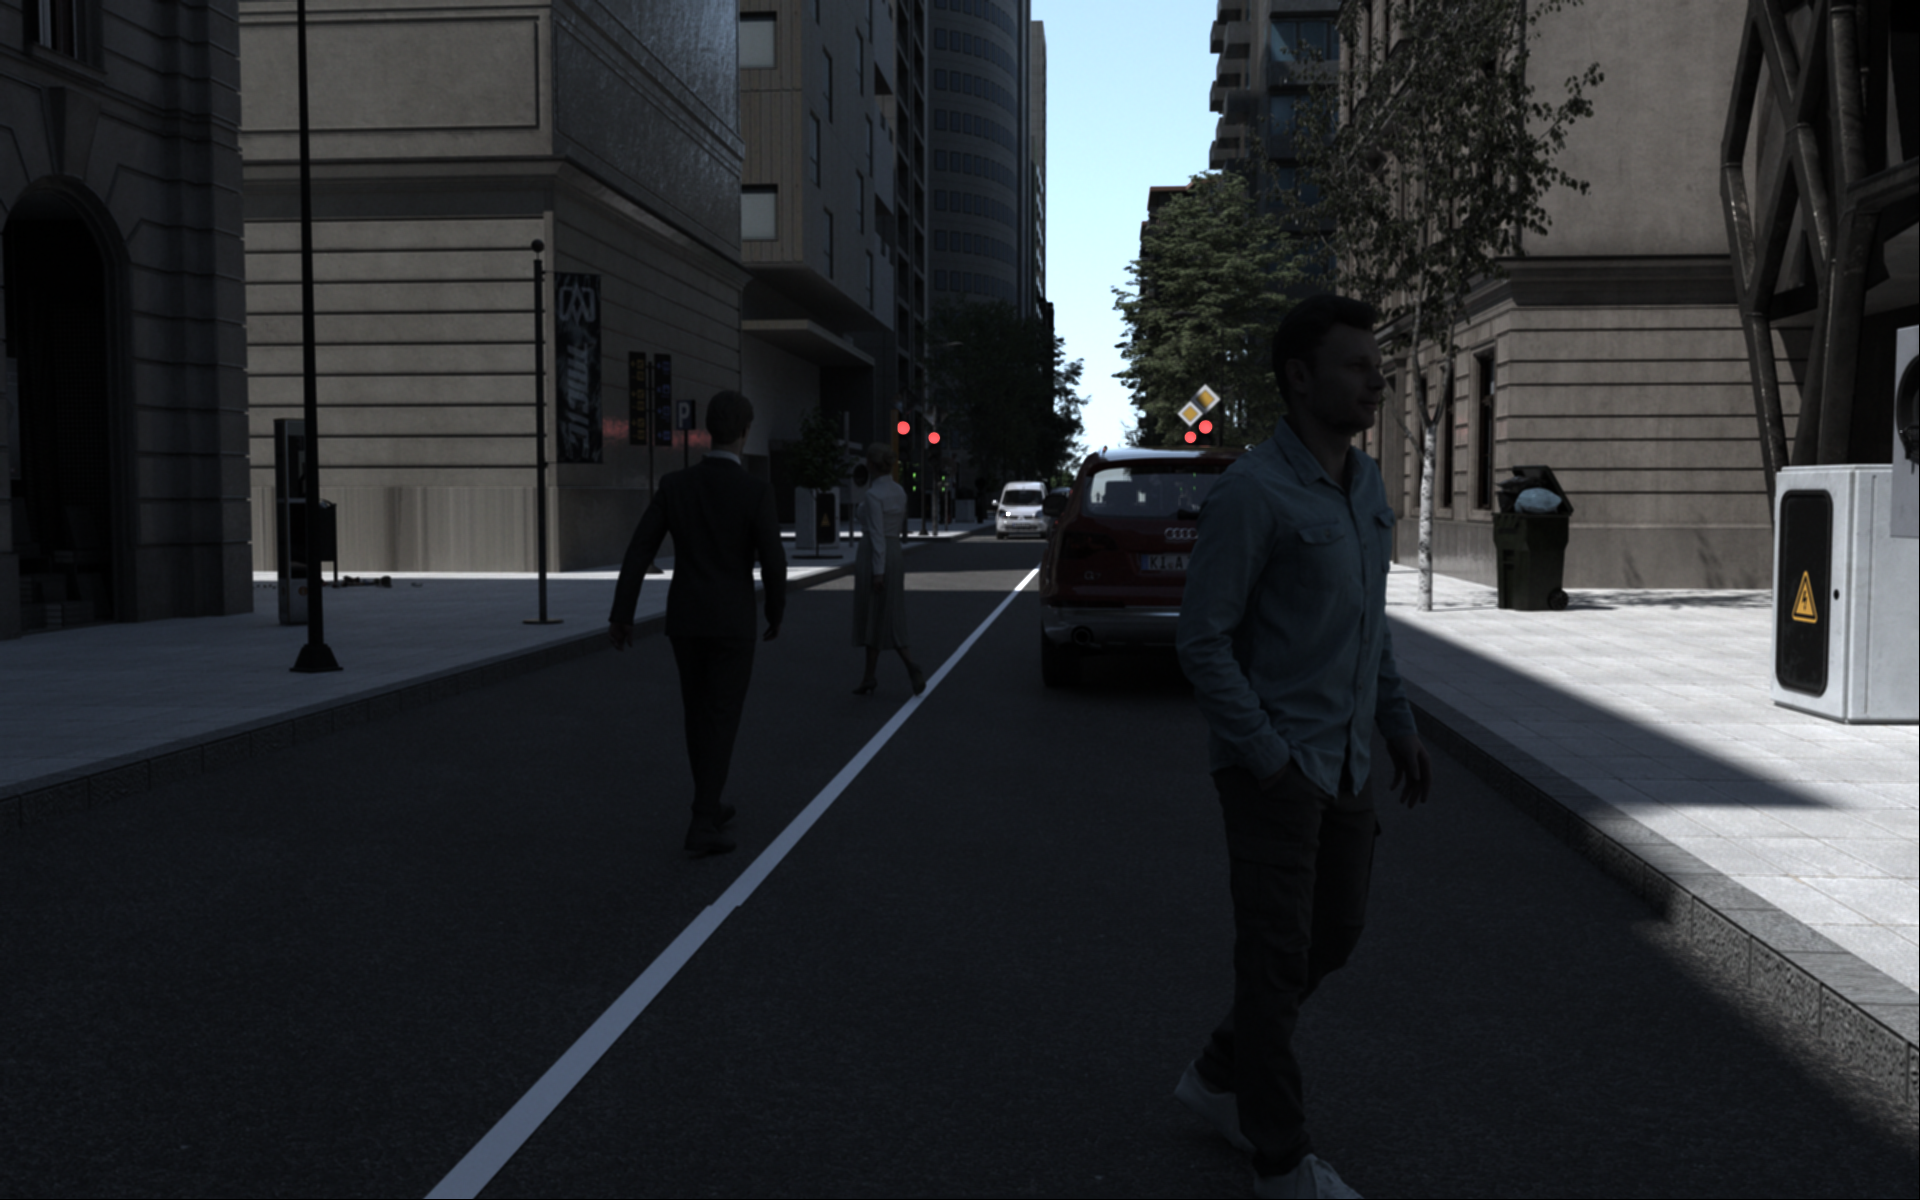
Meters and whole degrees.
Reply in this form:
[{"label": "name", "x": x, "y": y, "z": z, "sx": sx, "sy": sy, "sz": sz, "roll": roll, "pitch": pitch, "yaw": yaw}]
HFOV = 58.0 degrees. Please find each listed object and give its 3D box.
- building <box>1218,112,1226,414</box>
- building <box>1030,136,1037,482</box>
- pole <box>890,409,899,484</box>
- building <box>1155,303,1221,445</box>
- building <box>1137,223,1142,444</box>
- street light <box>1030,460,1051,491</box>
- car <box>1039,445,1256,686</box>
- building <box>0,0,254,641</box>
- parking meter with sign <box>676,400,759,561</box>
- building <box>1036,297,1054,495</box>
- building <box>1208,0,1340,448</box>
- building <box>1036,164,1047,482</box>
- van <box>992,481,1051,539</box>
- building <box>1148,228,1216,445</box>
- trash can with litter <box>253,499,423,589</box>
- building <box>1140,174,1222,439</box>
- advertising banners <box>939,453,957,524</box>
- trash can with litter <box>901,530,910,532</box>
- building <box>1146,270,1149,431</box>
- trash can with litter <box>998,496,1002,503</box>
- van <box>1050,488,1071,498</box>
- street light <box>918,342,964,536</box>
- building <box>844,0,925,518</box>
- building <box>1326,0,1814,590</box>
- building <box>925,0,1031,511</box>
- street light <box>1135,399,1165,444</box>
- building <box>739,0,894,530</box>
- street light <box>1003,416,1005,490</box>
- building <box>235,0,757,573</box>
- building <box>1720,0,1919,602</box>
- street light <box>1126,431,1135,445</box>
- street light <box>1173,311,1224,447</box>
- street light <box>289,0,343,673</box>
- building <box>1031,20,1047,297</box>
[{"label": "building", "x": 34.286, "y": -27.558, "z": 142.450, "sx": 32.217, "sy": 40.220, "sz": 23.993, "roll": 0, "pitch": 4, "yaw": 5}, {"label": "building", "x": 1.186, "y": -31.130, "z": 192.562, "sx": 14.154, "sy": 41.232, "sz": 14.086, "roll": 0, "pitch": 4, "yaw": 5}, {"label": "pole", "x": -1.575, "y": -2.931, "z": 41.763, "sx": 0.158, "sy": 3.312, "sz": 0.155, "roll": 0, "pitch": 3, "yaw": 0}, {"label": "building", "x": 33.537, "y": -19.918, "z": 170.703, "sx": 27.650, "sy": 21.520, "sz": 28.899, "roll": 0, "pitch": 4, "yaw": 5}, {"label": "building", "x": 38.962, "y": -37.645, "z": 270.111, "sx": 22.147, "sy": 44.769, "sz": 28.867, "roll": 0, "pitch": 4, "yaw": 5}, {"label": "street light", "x": 5.816, "y": -9.583, "z": 129.221, "sx": 1.470, "sy": 5.913, "sz": 1.316, "roll": 0, "pitch": 4, "yaw": 5}, {"label": "car", "x": 1.781, "y": -0.348, "z": 14.363, "sx": 2.281, "sy": 1.827, "sz": 5.304, "roll": 0, "pitch": 4, "yaw": 6}, {"label": "building", "x": -14.488, "y": -10.114, "z": 7.164, "sx": 13.314, "sy": 21.916, "sz": 24.055, "roll": 0, "pitch": 4, "yaw": 5}, {"label": "parking meter with sign", "x": -4.453, "y": -2.231, "z": 32.745, "sx": 1.738, "sy": 3.016, "sz": 0.543, "roll": -3, "pitch": 5, "yaw": -40}, {"label": "building", "x": 6.405, "y": -29.326, "z": 251.180, "sx": 14.160, "sy": 30.474, "sz": 14.107, "roll": 0, "pitch": 4, "yaw": 5}, {"label": "building", "x": 25.535, "y": -29.156, "z": 96.311, "sx": 23.786, "sy": 49.044, "sz": 30.456, "roll": 0, "pitch": 4, "yaw": 5}, {"label": "building", "x": -0.593, "y": -37.265, "z": 228.885, "sx": 23.786, "sy": 49.044, "sz": 30.456, "roll": 0, "pitch": 4, "yaw": 5}, {"label": "van", "x": 2.085, "y": -3.018, "z": 56.348, "sx": 2.013, "sy": 2.044, "sz": 4.112, "roll": 0, "pitch": 4, "yaw": 5}, {"label": "building", "x": 28.525, "y": -25.730, "z": 192.393, "sx": 14.160, "sy": 30.474, "sz": 14.107, "roll": 0, "pitch": 4, "yaw": 5}, {"label": "trash can with litter", "x": -8.612, "y": -0.795, "z": 24.048, "sx": 2.233, "sy": 1.210, "sz": 1.678, "roll": 1, "pitch": 4, "yaw": 12}, {"label": "building", "x": 36.982, "y": -35.849, "z": 240.759, "sx": 22.147, "sy": 44.769, "sz": 28.867, "roll": 0, "pitch": 4, "yaw": 5}, {"label": "advertising banners", "x": -0.502, "y": -4.754, "z": 73.911, "sx": 0.090, "sy": 3.025, "sz": 2.074, "roll": 1, "pitch": 4, "yaw": 21}, {"label": "trash can with litter", "x": -2.519, "y": -2.948, "z": 59.258, "sx": 1.678, "sy": 1.210, "sz": 2.233, "roll": 1, "pitch": 4, "yaw": 21}, {"label": "building", "x": 30.709, "y": -27.408, "z": 219.814, "sx": 14.160, "sy": 30.474, "sz": 14.107, "roll": 0, "pitch": 4, "yaw": 5}, {"label": "trash can with litter", "x": 3.380, "y": -7.130, "z": 127.955, "sx": 1.055, "sy": 1.170, "sz": 0.624, "roll": -1, "pitch": 4, "yaw": -14}, {"label": "van", "x": 6.397, "y": -6.294, "z": 109.918, "sx": 2.013, "sy": 2.044, "sz": 4.112, "roll": 0, "pitch": 4, "yaw": 5}, {"label": "street light", "x": -0.581, "y": -4.935, "z": 53.229, "sx": 1.470, "sy": 5.913, "sz": 1.316, "roll": 0, "pitch": 4, "yaw": 5}, {"label": "building", "x": -10.513, "y": -40.611, "z": 102.241, "sx": 20.563, "sy": 71.187, "sz": 20.611, "roll": 0, "pitch": 4, "yaw": 5}, {"label": "building", "x": 12.762, "y": -10.212, "z": 31.595, "sx": 10.561, "sy": 19.102, "sz": 19.286, "roll": 0, "pitch": 4, "yaw": 5}, {"label": "building", "x": -4.140, "y": -38.458, "z": 170.791, "sx": 21.231, "sy": 58.520, "sz": 28.212, "roll": 0, "pitch": 4, "yaw": 5}, {"label": "street light", "x": 9.440, "y": -6.852, "z": 84.577, "sx": 1.470, "sy": 5.913, "sz": 1.316, "roll": 0, "pitch": 4, "yaw": 5}, {"label": "building", "x": -17.258, "y": -29.291, "z": 68.148, "sx": 28.713, "sy": 52.752, "sz": 27.495, "roll": 0, "pitch": 4, "yaw": 5}, {"label": "street light", "x": 2.989, "y": -7.537, "z": 95.778, "sx": 1.470, "sy": 5.913, "sz": 1.316, "roll": 0, "pitch": 4, "yaw": 5}, {"label": "building", "x": -20.098, "y": -12.396, "z": 35.960, "sx": 30.059, "sy": 22.955, "sz": 16.112, "roll": 0, "pitch": 4, "yaw": 5}, {"label": "building", "x": 15.598, "y": -8.920, "z": 13.287, "sx": 16.820, "sy": 18.784, "sz": 16.811, "roll": 0, "pitch": 4, "yaw": 5}, {"label": "street light", "x": 13.139, "y": -9.448, "z": 127.018, "sx": 1.470, "sy": 5.913, "sz": 1.316, "roll": 0, "pitch": 4, "yaw": 5}, {"label": "street light", "x": 6.122, "y": -4.381, "z": 44.169, "sx": 1.470, "sy": 5.913, "sz": 1.316, "roll": 0, "pitch": 4, "yaw": 5}, {"label": "street light", "x": -4.137, "y": -2.435, "z": 12.348, "sx": 1.470, "sy": 5.913, "sz": 1.316, "roll": 0, "pitch": 4, "yaw": 5}, {"label": "building", "x": 5.135, "y": -50.755, "z": 268.098, "sx": 20.563, "sy": 71.187, "sz": 20.611, "roll": 0, "pitch": 4, "yaw": 5}]
